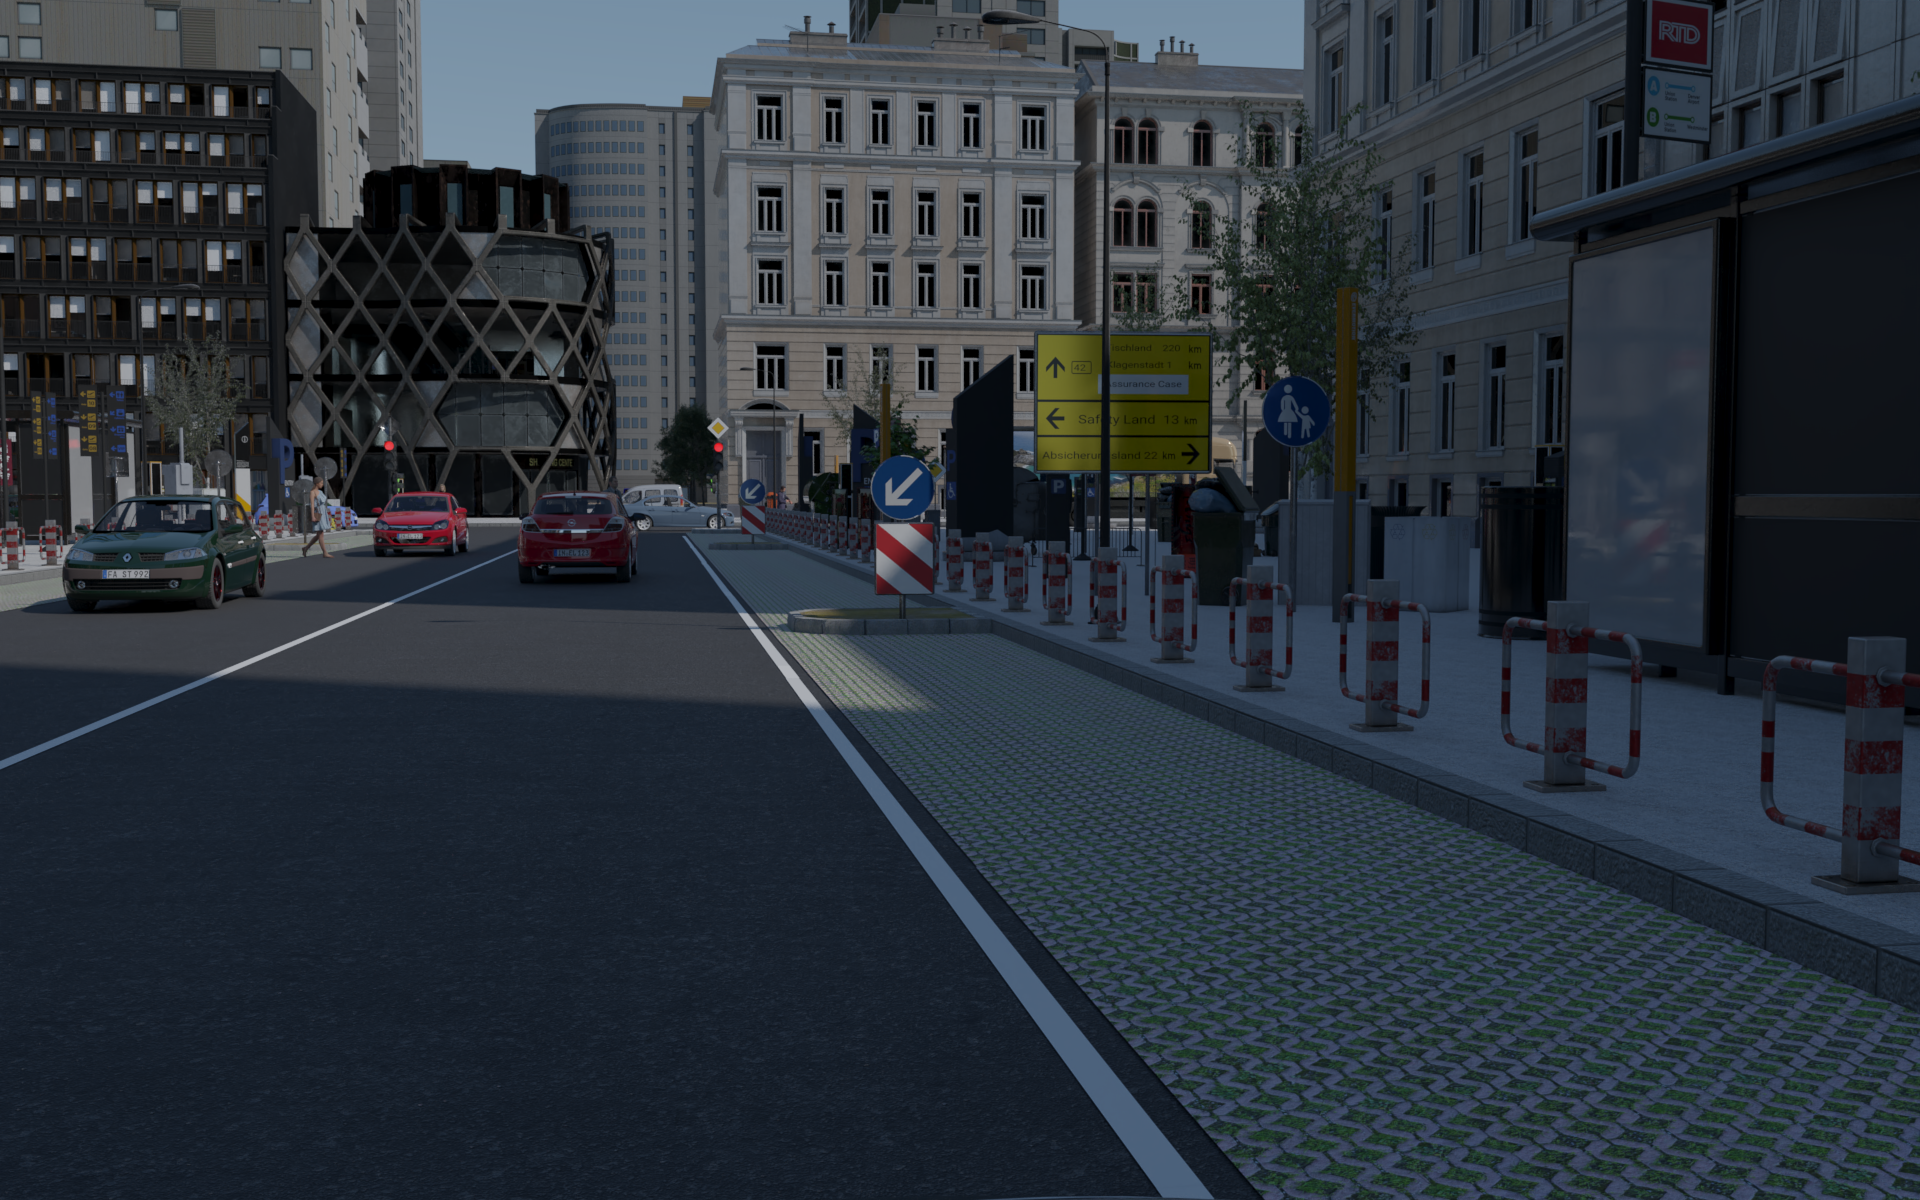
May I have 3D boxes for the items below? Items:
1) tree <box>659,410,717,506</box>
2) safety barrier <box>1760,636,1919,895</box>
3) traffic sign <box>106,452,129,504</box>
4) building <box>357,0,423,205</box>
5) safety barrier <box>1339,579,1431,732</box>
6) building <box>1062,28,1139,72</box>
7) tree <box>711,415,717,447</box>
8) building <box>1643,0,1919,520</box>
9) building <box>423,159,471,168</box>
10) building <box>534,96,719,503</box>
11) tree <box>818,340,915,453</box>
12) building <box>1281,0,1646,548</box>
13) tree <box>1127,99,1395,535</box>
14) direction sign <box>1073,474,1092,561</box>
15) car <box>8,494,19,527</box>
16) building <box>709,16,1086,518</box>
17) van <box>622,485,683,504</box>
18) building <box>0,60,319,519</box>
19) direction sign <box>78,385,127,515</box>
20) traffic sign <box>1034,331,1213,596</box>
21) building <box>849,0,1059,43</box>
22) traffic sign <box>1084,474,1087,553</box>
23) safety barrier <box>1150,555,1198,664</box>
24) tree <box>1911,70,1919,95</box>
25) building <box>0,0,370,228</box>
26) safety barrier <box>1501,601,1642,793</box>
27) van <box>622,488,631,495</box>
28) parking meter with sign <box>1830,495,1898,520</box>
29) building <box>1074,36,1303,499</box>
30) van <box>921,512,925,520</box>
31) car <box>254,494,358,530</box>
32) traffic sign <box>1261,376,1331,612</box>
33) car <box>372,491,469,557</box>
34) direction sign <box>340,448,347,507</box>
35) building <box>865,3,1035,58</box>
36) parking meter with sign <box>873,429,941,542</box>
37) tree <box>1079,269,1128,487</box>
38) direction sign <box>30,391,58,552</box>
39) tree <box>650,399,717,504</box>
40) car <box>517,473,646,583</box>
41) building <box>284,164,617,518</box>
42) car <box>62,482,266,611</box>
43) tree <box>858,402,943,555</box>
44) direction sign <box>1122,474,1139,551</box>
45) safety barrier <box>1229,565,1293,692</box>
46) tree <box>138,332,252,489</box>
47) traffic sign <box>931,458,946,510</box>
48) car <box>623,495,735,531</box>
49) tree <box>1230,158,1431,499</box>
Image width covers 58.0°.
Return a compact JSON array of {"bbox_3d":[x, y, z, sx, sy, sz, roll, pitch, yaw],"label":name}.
[{"bbox_3d":[-27.898,-15.434,186.750,7.601,10.594,8.767,3,4,36],"label":"tree"},{"bbox_3d":[2.964,0.529,5.621,0.300,0.817,1.120,-1,4,-10],"label":"safety barrier"},{"bbox_3d":[-20.612,-2.460,42.344,0.606,2.300,0.079,0,4,-5],"label":"traffic sign"},{"bbox_3d":[-70.031,-45.877,188.336,20.611,71.187,20.563,-1,4,-10],"label":"building"},{"bbox_3d":[2.292,0.298,9.400,0.300,0.817,1.120,-1,4,-10],"label":"safety barrier"},{"bbox_3d":[17.253,-50.859,269.794,20.611,71.187,20.563,-1,4,-10],"label":"building"},{"bbox_3d":[-16.126,-10.824,127.327,4.360,8.622,3.978,0,3,0],"label":"tree"},{"bbox_3d":[20.341,-12.545,23.129,12.078,24.808,19.932,-1,4,-10],"label":"building"},{"bbox_3d":[-72.852,-38.531,253.681,21.600,48.544,21.300,-1,4,-10],"label":"building"},{"bbox_3d":[-48.288,-43.789,257.952,28.212,58.520,21.231,-1,4,-10],"label":"building"},{"bbox_3d":[-4.354,-8.076,82.411,4.360,8.622,3.978,0,3,0],"label":"tree"},{"bbox_3d":[17.906,-15.724,42.995,13.634,28.700,20.117,-1,4,-10],"label":"building"},{"bbox_3d":[6.058,-4.971,31.633,4.737,8.622,4.395,0,3,0],"label":"tree"},{"bbox_3d":[2.371,-2.531,33.377,0.379,3.537,0.876,-1,4,-21],"label":"direction sign"},{"bbox_3d":[-34.302,-3.348,64.532,4.222,1.686,2.009,-1,4,-12],"label":"car"},{"bbox_3d":[-4.145,-19.262,100.844,20.117,28.700,13.634,-1,4,-10],"label":"building"},{"bbox_3d":[-14.145,-4.225,76.092,4.112,2.044,2.013,-1,4,-10],"label":"van"},{"bbox_3d":[-43.903,-16.129,93.392,15.834,23.373,12.332,-1,4,-10],"label":"building"},{"bbox_3d":[-17.829,-2.697,36.085,0.876,3.537,0.379,-1,4,-23],"label":"direction sign"},{"bbox_3d":[2.045,-1.706,21.764,2.265,3.308,0.079,0,4,-5],"label":"traffic sign"},{"bbox_3d":[-2.218,-45.247,178.037,20.563,71.187,20.611,-1,4,-10],"label":"building"},{"bbox_3d":[2.732,-2.301,37.734,0.768,2.556,0.104,-1,4,-9],"label":"traffic sign"},{"bbox_3d":[1.619,0.067,13.182,0.300,0.817,1.120,-1,4,-10],"label":"safety barrier"},{"bbox_3d":[12.116,-4.171,18.560,4.737,8.622,4.395,0,3,0],"label":"tree"},{"bbox_3d":[-68.303,-34.585,154.710,28.713,52.752,27.495,-1,4,-10],"label":"building"},{"bbox_3d":[2.630,0.414,7.512,0.300,0.817,1.120,-1,4,-10],"label":"safety barrier"},{"bbox_3d":[-35.600,-11.222,187.869,2.240,2.365,5.245,-1,4,-10],"label":"van"},{"bbox_3d":[11.802,-1.620,22.754,1.738,3.016,0.543,-2,4,-30],"label":"parking meter with sign"},{"bbox_3d":[17.421,-19.427,105.020,23.554,28.519,14.401,-1,4,-10],"label":"building"},{"bbox_3d":[-3.551,-3.951,71.610,4.112,2.044,2.013,-1,4,-12],"label":"van"},{"bbox_3d":[-25.053,-3.477,66.437,3.694,1.707,1.945,-1,4,-9],"label":"car"},{"bbox_3d":[3.615,-1.141,18.755,0.768,2.556,0.104,0,4,-8],"label":"traffic sign"},{"bbox_3d":[-12.786,-1.966,41.185,2.155,1.783,4.494,-1,4,-10],"label":"car"},{"bbox_3d":[-30.165,-5.675,84.780,0.379,3.537,0.876,0,4,-2],"label":"direction sign"},{"bbox_3d":[-1.515,-31.250,161.043,14.600,45.320,14.200,-1,4,-10],"label":"building"},{"bbox_3d":[-1.404,-3.067,46.404,1.738,3.016,0.543,-1,4,-18],"label":"parking meter with sign"},{"bbox_3d":[5.381,-6.398,54.973,4.737,8.622,4.395,0,3,0],"label":"tree"},{"bbox_3d":[-20.292,-2.840,38.430,0.379,3.537,0.876,0,4,5],"label":"direction sign"},{"bbox_3d":[-32.286,-17.922,210.024,9.611,12.733,9.660,0,3,0],"label":"tree"},{"bbox_3d":[-6.440,-1.248,29.439,2.155,1.783,4.494,-1,4,-8],"label":"car"},{"bbox_3d":[-28.073,-14.119,98.299,16.811,18.784,16.820,-1,4,-10],"label":"building"},{"bbox_3d":[-10.299,-0.784,22.603,2.009,1.686,4.222,-1,4,-10],"label":"car"},{"bbox_3d":[-1.177,-2.556,36.384,1.663,3.219,1.824,0,3,0],"label":"tree"},{"bbox_3d":[3.842,-2.872,38.947,0.876,3.537,0.379,1,4,18],"label":"direction sign"},{"bbox_3d":[1.953,0.182,11.295,0.300,0.817,1.120,-1,4,-10],"label":"safety barrier"},{"bbox_3d":[-33.846,-7.756,77.180,4.360,8.622,3.978,0,3,0],"label":"tree"},{"bbox_3d":[-0.796,-3.316,55.399,0.795,2.450,0.064,-1,4,-9],"label":"traffic sign"},{"bbox_3d":[-11.037,-3.389,67.411,4.499,1.417,2.014,-1,4,-10],"label":"car"},{"bbox_3d":[8.150,-5.395,38.567,4.360,8.622,3.978,0,3,0],"label":"tree"}]
